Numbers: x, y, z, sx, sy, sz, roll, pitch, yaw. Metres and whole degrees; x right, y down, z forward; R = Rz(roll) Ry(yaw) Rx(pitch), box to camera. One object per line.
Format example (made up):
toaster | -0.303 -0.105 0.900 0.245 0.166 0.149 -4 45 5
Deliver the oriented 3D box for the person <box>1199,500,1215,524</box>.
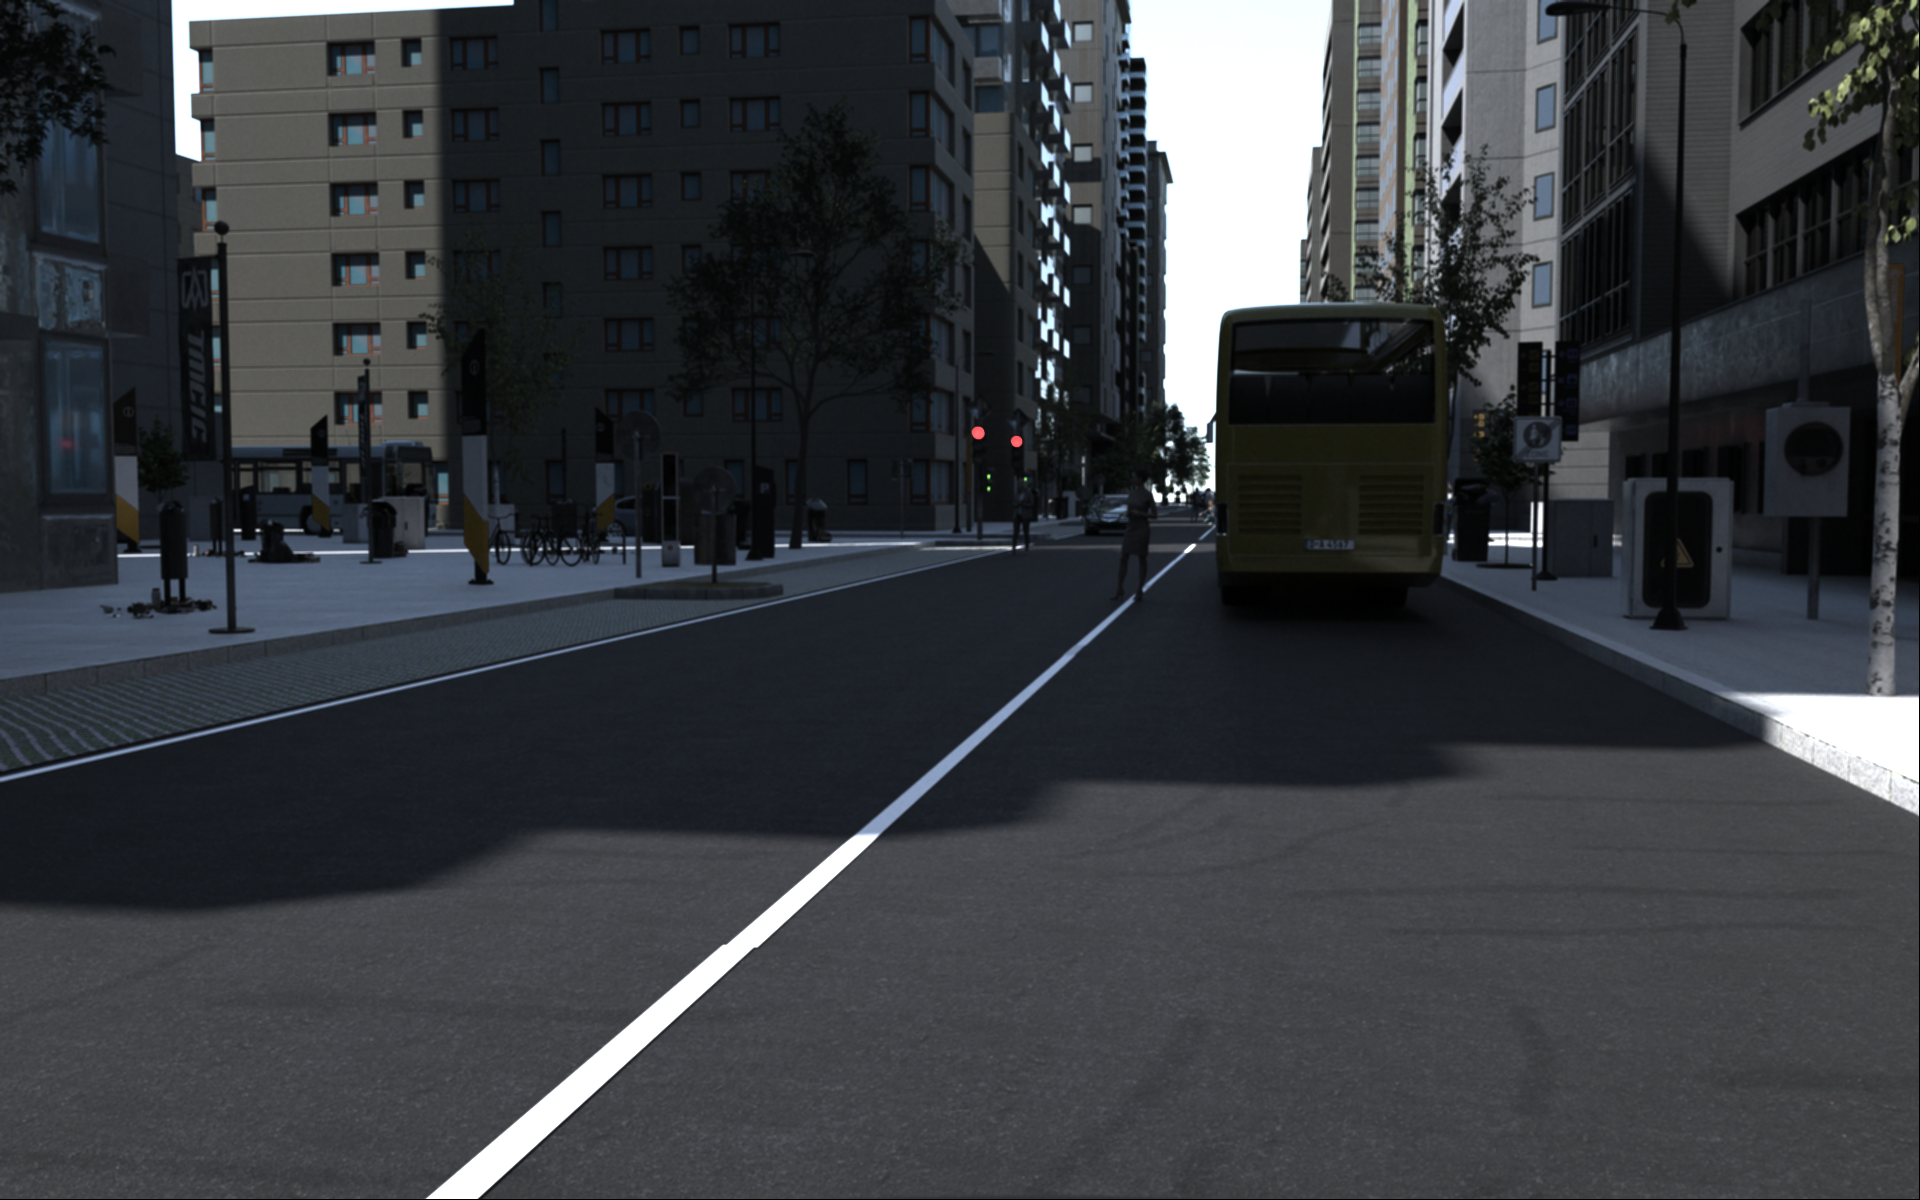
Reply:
person | 11.862 -4.163 82.064 0.738 1.151 1.012 -1 4 -19

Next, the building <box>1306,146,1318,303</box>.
building | 56.633 -36.962 228.034 21.300 48.544 21.600 1 4 10

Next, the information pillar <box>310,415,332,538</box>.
information pillar | -18.855 -3.653 51.075 0.504 3.616 0.183 0 4 -4

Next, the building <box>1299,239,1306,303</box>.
building | 61.184 -36.295 277.013 14.154 41.232 14.086 1 4 10

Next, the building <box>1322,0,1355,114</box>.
building | 44.297 -32.729 158.819 21.300 48.544 21.600 1 4 10

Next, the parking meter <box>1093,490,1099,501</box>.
parking meter | 8.938 -6.457 113.981 0.372 1.533 0.369 0 3 0

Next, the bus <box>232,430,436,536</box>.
bus | -22.969 -3.772 56.538 13.247 3.499 2.948 1 4 11

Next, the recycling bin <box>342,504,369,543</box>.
recycling bin | -15.679 -2.009 45.407 0.722 1.027 0.722 2 4 34

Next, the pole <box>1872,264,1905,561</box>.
pole | 8.289 -1.323 15.480 0.158 3.312 0.155 0 3 0

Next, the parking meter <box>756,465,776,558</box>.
parking meter | -3.895 -1.779 34.798 0.399 1.863 0.255 0 4 -1

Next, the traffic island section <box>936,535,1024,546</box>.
traffic island section | 0.537 -1.611 48.616 2.009 0.180 2.903 1 4 10

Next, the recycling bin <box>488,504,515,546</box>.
recycling bin | -11.573 -1.867 43.079 0.722 1.027 0.722 2 4 24

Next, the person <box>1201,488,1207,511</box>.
person | 17.792 -7.165 125.416 0.659 1.850 0.755 3 4 37

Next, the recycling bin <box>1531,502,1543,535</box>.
recycling bin | 18.366 -2.563 54.453 0.722 1.027 0.722 2 4 25

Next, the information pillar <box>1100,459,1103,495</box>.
information pillar | 9.433 -7.598 115.588 0.183 3.616 0.504 -1 4 -10

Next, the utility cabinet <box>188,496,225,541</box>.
utility cabinet | -20.389 -2.197 47.079 1.020 1.237 0.306 0 4 -4

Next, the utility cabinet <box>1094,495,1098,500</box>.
utility cabinet | 8.663 -5.969 108.749 0.306 1.237 1.020 1 4 17

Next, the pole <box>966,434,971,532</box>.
pole | 0.300 -3.965 58.669 0.158 3.312 0.155 0 3 0

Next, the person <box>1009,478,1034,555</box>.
person | 1.475 -1.974 40.959 0.537 1.800 0.526 2 4 34

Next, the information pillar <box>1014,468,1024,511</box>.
information pillar | 2.658 -5.318 78.296 0.504 3.616 0.183 -2 4 -32

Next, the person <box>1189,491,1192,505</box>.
person | 28.966 -12.808 218.000 1.348 1.812 0.705 -3 5 -41

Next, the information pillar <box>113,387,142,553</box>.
information pillar | -18.157 -2.835 37.713 0.504 3.616 0.183 -3 4 -36

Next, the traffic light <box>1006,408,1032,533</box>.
traffic light | 1.900 -4.124 56.350 0.839 4.253 0.868 1 4 10

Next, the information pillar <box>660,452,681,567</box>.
information pillar | -5.110 -1.597 30.597 0.304 2.012 0.304 0 4 -3

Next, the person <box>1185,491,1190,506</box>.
person | 24.575 -10.864 186.852 0.721 1.736 1.217 2 4 28

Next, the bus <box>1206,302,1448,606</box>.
bus | 4.988 -2.054 25.134 2.896 3.916 12.252 1 4 8

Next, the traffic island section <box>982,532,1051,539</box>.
traffic island section | 1.862 -2.092 56.491 2.009 0.180 2.903 1 4 10

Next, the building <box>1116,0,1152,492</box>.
building | 15.107 -56.227 231.982 22.319 86.520 31.000 1 4 10

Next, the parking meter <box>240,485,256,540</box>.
parking meter | -19.830 -2.436 48.242 0.372 1.533 0.369 0 3 0

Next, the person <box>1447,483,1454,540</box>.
person | 14.733 -2.661 52.191 0.537 1.800 0.526 0 4 7

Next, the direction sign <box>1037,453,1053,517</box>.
direction sign | 4.685 -6.303 95.053 0.876 3.537 0.379 0 4 -5

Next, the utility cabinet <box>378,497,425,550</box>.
utility cabinet | -12.844 -1.754 39.840 1.020 1.237 0.306 1 4 12

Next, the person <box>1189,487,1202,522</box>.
person | 11.903 -4.811 87.506 0.623 1.781 0.721 0 4 3

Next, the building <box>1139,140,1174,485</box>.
building | 17.358 -41.213 263.064 28.713 52.752 27.495 1 4 10

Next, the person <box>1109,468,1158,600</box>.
person | 2.347 -0.888 23.366 0.599 1.781 0.374 3 5 43

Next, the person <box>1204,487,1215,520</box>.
person | 13.412 -5.187 93.537 0.641 1.798 0.478 -1 4 -22

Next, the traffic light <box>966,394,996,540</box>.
traffic light | 0.575 -3.642 48.475 0.839 4.253 0.868 1 4 10

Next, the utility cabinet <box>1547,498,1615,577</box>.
utility cabinet | 9.602 -0.959 26.847 1.020 1.237 0.306 -1 4 -12

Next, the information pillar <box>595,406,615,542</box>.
information pillar | -9.489 -3.357 46.238 0.504 3.616 0.183 0 4 -1

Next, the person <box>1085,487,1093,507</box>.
person | 6.102 -4.552 83.175 0.600 1.795 0.529 0 4 7

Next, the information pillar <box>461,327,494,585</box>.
information pillar | -6.880 -2.033 24.589 0.504 3.616 0.183 3 5 40
